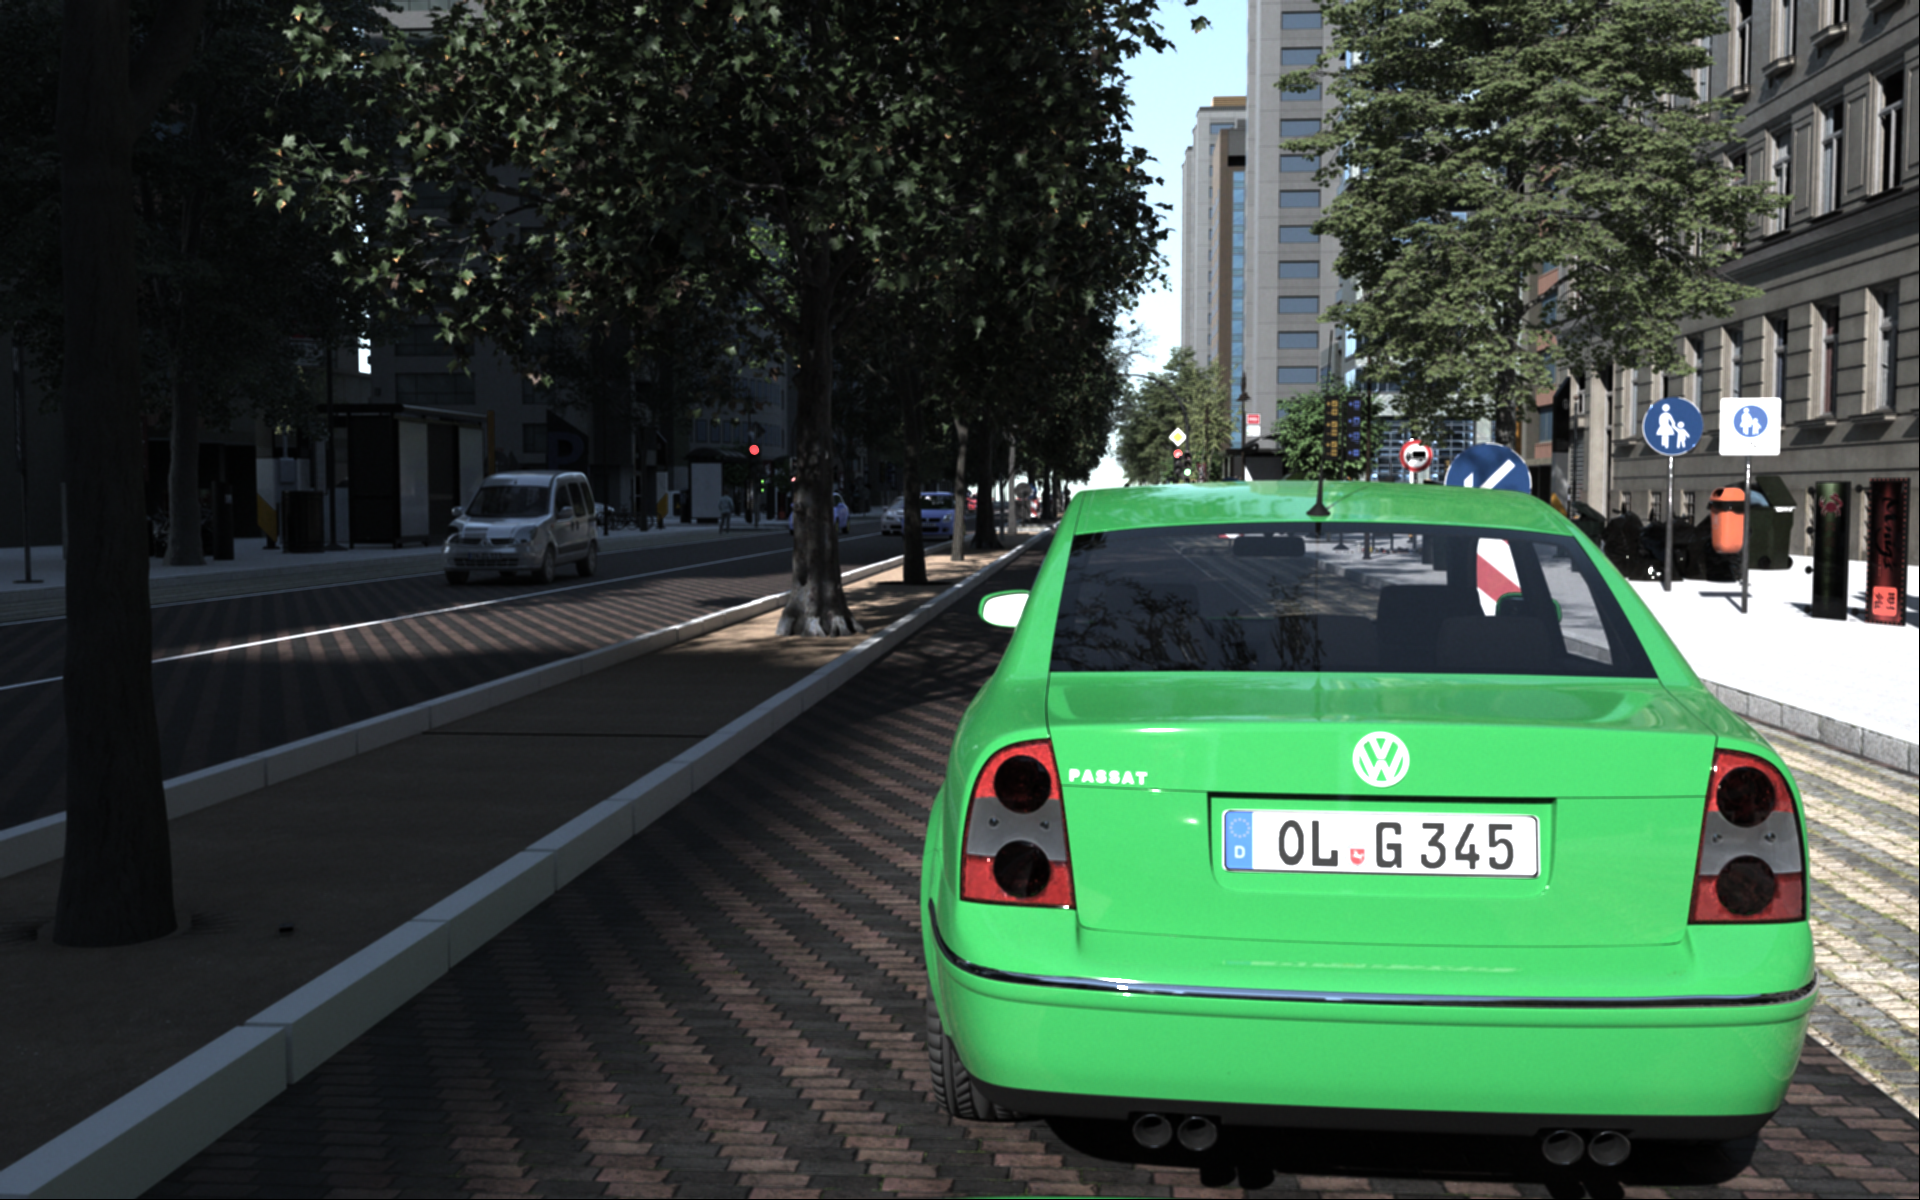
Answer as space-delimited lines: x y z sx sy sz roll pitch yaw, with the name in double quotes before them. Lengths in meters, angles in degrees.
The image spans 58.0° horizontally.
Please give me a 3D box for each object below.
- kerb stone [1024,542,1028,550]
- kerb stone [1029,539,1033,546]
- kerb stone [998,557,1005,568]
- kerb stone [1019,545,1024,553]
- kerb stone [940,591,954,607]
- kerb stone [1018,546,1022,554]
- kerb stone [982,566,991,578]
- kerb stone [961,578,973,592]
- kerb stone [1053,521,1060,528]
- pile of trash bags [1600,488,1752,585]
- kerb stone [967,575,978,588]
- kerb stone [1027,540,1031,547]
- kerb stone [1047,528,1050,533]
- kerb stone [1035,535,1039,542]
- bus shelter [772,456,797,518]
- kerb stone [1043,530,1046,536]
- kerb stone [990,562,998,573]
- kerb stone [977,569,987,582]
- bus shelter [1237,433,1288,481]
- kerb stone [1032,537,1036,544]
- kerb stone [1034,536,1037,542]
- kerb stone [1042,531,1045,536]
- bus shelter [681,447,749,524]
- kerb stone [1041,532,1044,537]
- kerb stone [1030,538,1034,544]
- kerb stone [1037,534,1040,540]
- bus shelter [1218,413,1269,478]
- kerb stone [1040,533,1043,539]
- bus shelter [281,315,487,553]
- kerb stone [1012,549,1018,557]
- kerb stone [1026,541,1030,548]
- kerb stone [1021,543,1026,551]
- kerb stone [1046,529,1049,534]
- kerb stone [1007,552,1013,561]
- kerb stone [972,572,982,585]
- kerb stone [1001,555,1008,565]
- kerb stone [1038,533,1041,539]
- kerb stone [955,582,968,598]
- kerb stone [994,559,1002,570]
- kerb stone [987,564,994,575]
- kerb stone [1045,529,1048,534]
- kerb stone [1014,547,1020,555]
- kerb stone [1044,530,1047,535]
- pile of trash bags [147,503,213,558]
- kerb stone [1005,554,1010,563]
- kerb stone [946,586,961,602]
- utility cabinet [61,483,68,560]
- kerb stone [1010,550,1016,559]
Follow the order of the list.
"kerb stone" 1.562 -1.299 43.521 0.120 0.150 1.000 0 4 5
"kerb stone" 1.811 -1.486 46.578 0.120 0.150 1.000 0 4 5
"kerb stone" 0.728 -0.679 33.295 0.120 0.150 1.000 0 4 5
"kerb stone" 1.394 -1.178 41.483 0.120 0.150 1.000 0 4 5
"kerb stone" -0.210 0.015 22.071 0.120 0.150 1.000 0 4 5
"kerb stone" 1.303 -1.115 40.462 0.120 0.150 1.000 0 4 5
"kerb stone" 0.390 -0.429 29.211 0.120 0.150 1.000 0 4 5
"kerb stone" 0.054 -0.178 25.129 0.120 0.150 1.000 0 4 5
"kerb stone" 4.305 -3.339 76.789 0.120 0.150 1.000 0 4 5
"pile of trash bags" 10.821 -0.979 25.755 1.912 1.369 3.447 0 3 0
"kerb stone" 0.133 -0.242 26.148 0.120 0.150 1.000 0 4 5
"kerb stone" 1.731 -1.429 45.558 0.120 0.150 1.000 0 4 5
"kerb stone" 2.992 -2.366 60.884 0.120 0.150 1.000 0 4 5
"kerb stone" 2.152 -1.741 50.661 0.120 0.150 1.000 0 4 5
"bus shelter" -8.923 -6.108 93.782 2.014 3.302 5.546 0 4 5
"kerb stone" 2.660 -2.117 56.807 0.120 0.150 1.000 0 4 5
"kerb stone" 0.552 -0.552 31.257 0.120 0.150 1.000 0 4 5
"kerb stone" 0.298 -0.367 28.192 0.120 0.150 1.000 0 4 5
"bus shelter" 10.729 -4.017 59.596 2.014 3.302 5.546 0 4 5
"kerb stone" 1.979 -1.614 48.620 0.120 0.150 1.000 0 4 5
"kerb stone" 2.058 -1.678 49.639 0.120 0.150 1.000 0 4 5
"kerb stone" 2.565 -2.055 55.789 0.120 0.150 1.000 0 4 5
"bus shelter" -10.776 -5.099 77.285 2.014 3.302 5.546 0 4 5
"kerb stone" 2.489 -1.986 54.764 0.120 0.150 1.000 0 4 5
"kerb stone" 1.893 -1.554 47.597 0.120 0.150 1.000 0 4 5
"kerb stone" 2.232 -1.803 51.681 0.120 0.150 1.000 0 4 5
"bus shelter" 13.675 -6.500 83.913 2.179 5.291 8.768 0 4 5
"kerb stone" 2.404 -1.929 53.735 0.120 0.150 1.000 0 4 5
"bus shelter" -13.770 -3.911 41.582 2.179 5.291 8.768 0 4 5
"kerb stone" 1.143 -0.987 38.418 0.120 0.150 1.000 0 4 5
"kerb stone" 1.657 -1.367 44.539 0.120 0.150 1.000 0 4 5
"kerb stone" 1.478 -1.239 42.502 0.120 0.150 1.000 0 4 5
"kerb stone" 2.909 -2.304 59.864 0.120 0.150 1.000 0 4 5
"kerb stone" 0.975 -0.861 36.367 0.120 0.150 1.000 0 4 5
"kerb stone" 0.217 -0.304 27.170 0.120 0.150 1.000 0 4 5
"kerb stone" 0.806 -0.741 34.320 0.120 0.150 1.000 0 4 5
"kerb stone" 2.326 -1.866 52.711 0.120 0.150 1.000 0 4 5
"kerb stone" -0.029 -0.117 24.110 0.120 0.150 1.000 0 4 5
"kerb stone" 0.638 -0.616 32.275 0.120 0.150 1.000 0 4 5
"kerb stone" 0.464 -0.492 30.238 0.120 0.150 1.000 0 4 5
"kerb stone" 2.820 -2.232 58.846 0.120 0.150 1.000 0 4 5
"kerb stone" 1.223 -1.051 39.439 0.120 0.150 1.000 0 4 5
"kerb stone" 2.744 -2.173 57.826 0.120 0.150 1.000 0 4 5
"pile of trash bags" -17.015 -1.603 35.965 3.447 1.369 1.912 1 4 16
"kerb stone" 0.885 -0.802 35.339 0.120 0.150 1.000 0 4 5
"kerb stone" -0.121 -0.055 23.092 0.120 0.150 1.000 0 4 5
"utility cabinet" -17.174 -1.545 33.942 0.318 1.500 1.173 0 4 -4
"kerb stone" 1.061 -0.925 37.389 0.120 0.150 1.000 0 4 5
